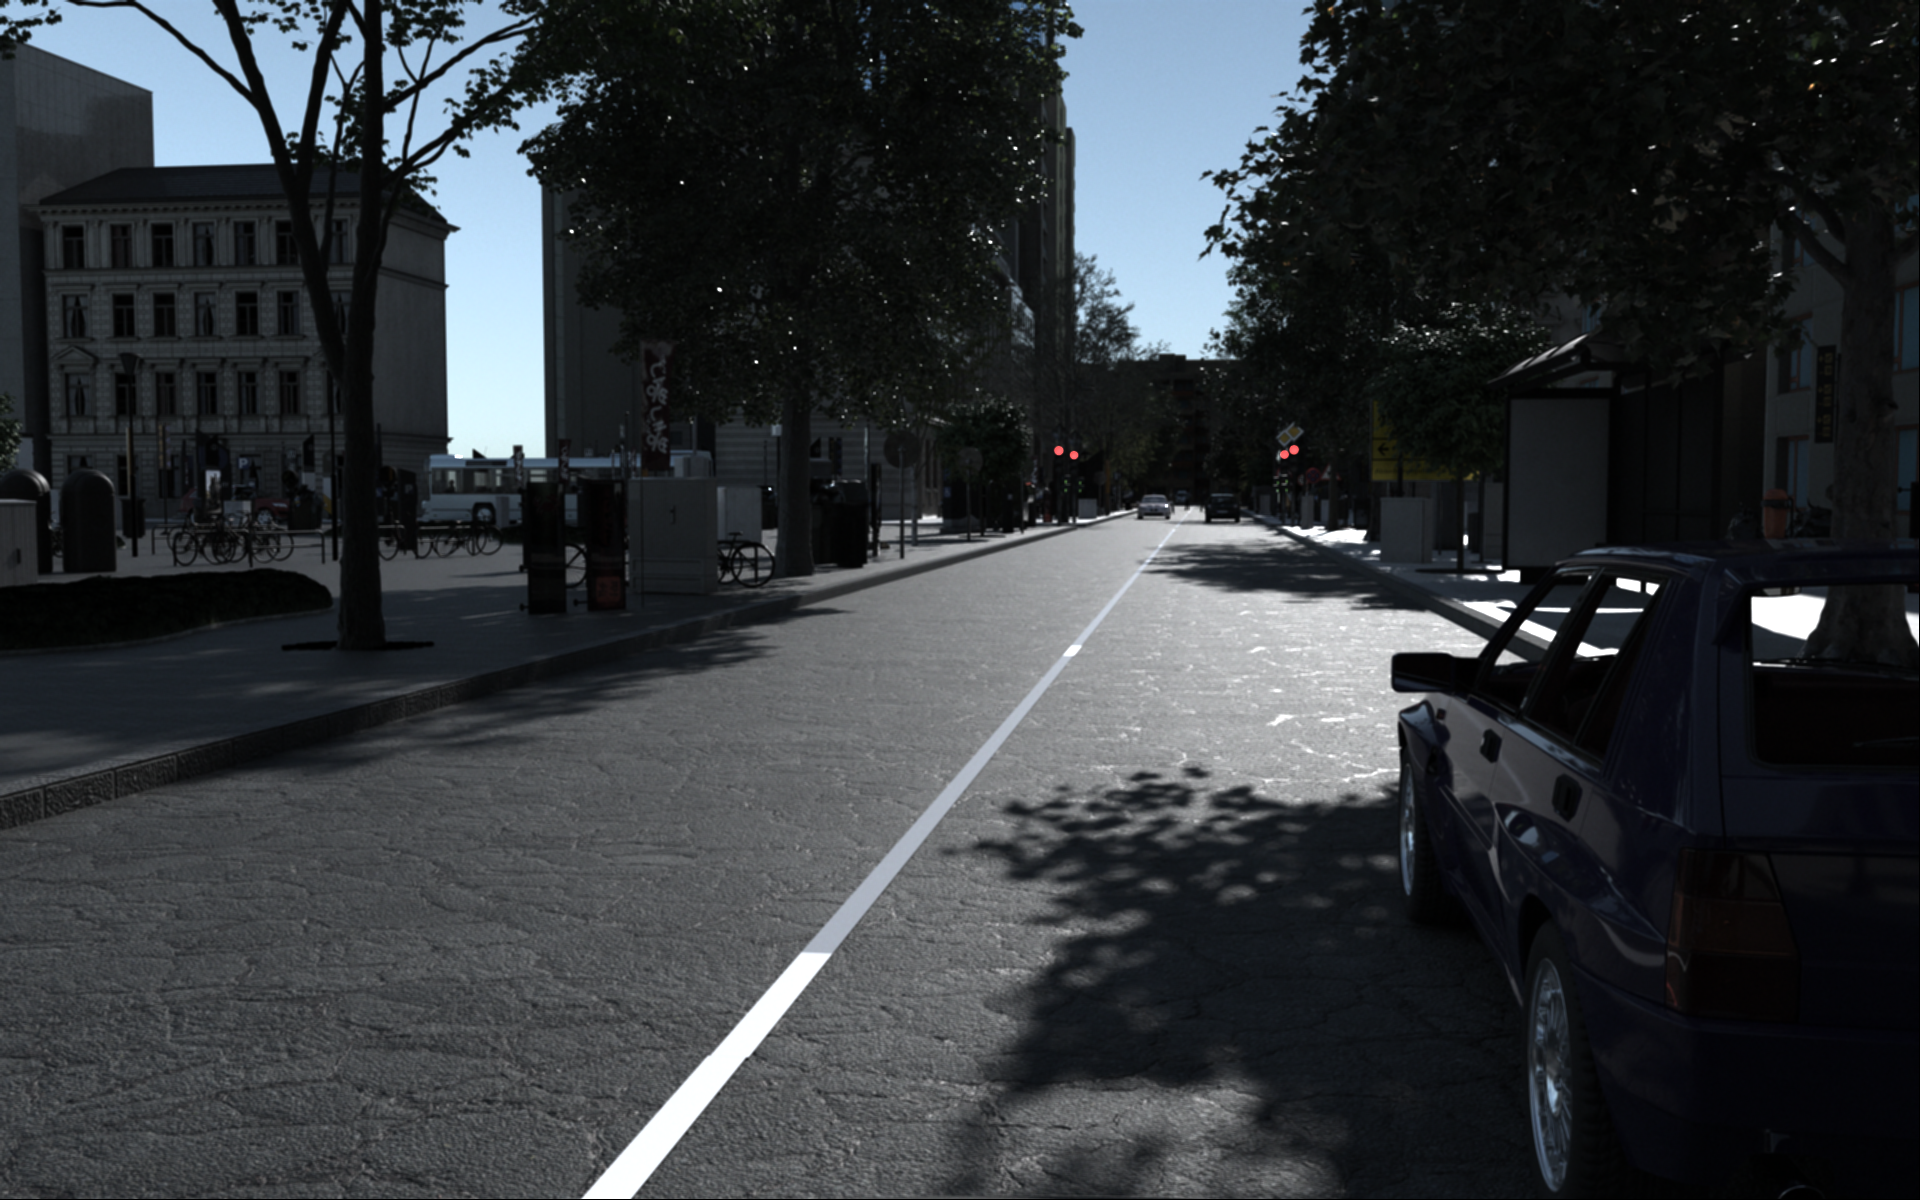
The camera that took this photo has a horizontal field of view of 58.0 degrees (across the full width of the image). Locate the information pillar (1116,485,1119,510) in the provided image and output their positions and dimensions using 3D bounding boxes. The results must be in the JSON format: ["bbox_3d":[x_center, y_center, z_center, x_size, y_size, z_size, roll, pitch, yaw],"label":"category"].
[{"bbox_3d":[12.599,-8.159,137.891,0.304,2.012,0.304,0,4,1],"label":"information pillar"}]

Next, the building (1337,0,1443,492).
[{"bbox_3d":[47.335,-33.190,162.259,23.786,49.044,30.456,0,4,8],"label":"building"}]

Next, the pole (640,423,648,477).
[{"bbox_3d":[-7.759,-2.981,42.585,0.158,3.312,0.155,0,3,0],"label":"pole"}]

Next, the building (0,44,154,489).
[{"bbox_3d":[-57.989,-17.103,97.650,19.932,24.808,12.078,0,4,8],"label":"building"}]

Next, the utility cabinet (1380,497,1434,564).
[{"bbox_3d":[8.327,-1.293,32.296,0.306,1.237,1.020,-3,4,-36],"label":"utility cabinet"}]

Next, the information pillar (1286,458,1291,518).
[{"bbox_3d":[17.839,-6.273,93.923,0.183,3.616,0.504,-1,4,-15],"label":"information pillar"}]

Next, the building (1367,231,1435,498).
[{"bbox_3d":[35.236,-20.267,117.271,13.634,28.700,20.117,0,4,8],"label":"building"}]

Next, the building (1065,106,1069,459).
[{"bbox_3d":[3.048,-30.001,174.114,14.154,41.232,14.086,0,4,8],"label":"building"}]

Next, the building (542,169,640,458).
[{"bbox_3d":[-43.651,-32.783,219.595,14.086,41.232,14.154,0,4,8],"label":"building"}]

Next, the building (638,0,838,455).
[{"bbox_3d":[-26.469,-47.380,212.907,20.611,71.187,20.563,0,4,8],"label":"building"}]

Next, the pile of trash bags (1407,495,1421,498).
[{"bbox_3d":[26.219,-5.642,101.992,3.447,1.369,1.912,0,4,7],"label":"pile of trash bags"}]

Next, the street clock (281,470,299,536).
[{"bbox_3d":[-20.464,-2.961,52.983,0.471,2.002,0.358,1,4,9],"label":"street clock"}]

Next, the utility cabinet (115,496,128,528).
[{"bbox_3d":[-32.141,-3.342,65.801,0.306,1.237,1.020,3,4,36],"label":"utility cabinet"}]

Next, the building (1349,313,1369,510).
[{"bbox_3d":[37.938,-19.521,137.195,12.078,24.808,19.932,0,4,8],"label":"building"}]

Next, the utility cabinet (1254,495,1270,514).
[{"bbox_3d":[20.564,-6.565,118.497,0.306,1.237,1.020,-2,4,-34],"label":"utility cabinet"}]

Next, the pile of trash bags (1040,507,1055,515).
[{"bbox_3d":[5.388,-5.974,107.423,1.912,1.369,3.447,0,4,-2],"label":"pile of trash bags"}]

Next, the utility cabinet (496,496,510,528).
[{"bbox_3d":[-16.944,-3.244,64.204,0.306,1.237,1.020,-2,4,-26],"label":"utility cabinet"}]

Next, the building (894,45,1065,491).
[{"bbox_3d":[1.740,-29.138,159.995,14.154,41.232,14.086,0,4,8],"label":"building"}]

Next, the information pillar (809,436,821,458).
[{"bbox_3d":[-5.871,-4.831,70.340,0.504,3.616,0.183,-2,4,-26],"label":"information pillar"}]

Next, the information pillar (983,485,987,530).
[{"bbox_3d":[0.731,-3.460,61.055,0.304,2.012,0.304,3,4,37],"label":"information pillar"}]

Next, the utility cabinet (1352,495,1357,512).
[{"bbox_3d":[28.934,-7.085,127.008,0.306,1.237,1.020,1,4,17],"label":"utility cabinet"}]

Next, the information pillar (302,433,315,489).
[{"bbox_3d":[-24.928,-4.586,66.337,0.183,3.616,0.504,3,5,41],"label":"information pillar"}]

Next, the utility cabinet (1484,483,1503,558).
[{"bbox_3d":[10.938,-1.563,34.232,1.173,1.500,0.318,0,4,4],"label":"utility cabinet"}]

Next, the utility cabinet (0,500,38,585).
[{"bbox_3d":[-11.271,-0.557,20.267,0.306,1.237,1.020,1,4,11],"label":"utility cabinet"}]

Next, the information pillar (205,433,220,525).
[{"bbox_3d":[-28.517,-4.572,66.100,0.504,3.616,0.183,-2,4,-31],"label":"information pillar"}]

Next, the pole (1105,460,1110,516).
[{"bbox_3d":[9.181,-6.930,107.150,0.158,3.312,0.155,0,3,0],"label":"pole"}]

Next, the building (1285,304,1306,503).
[{"bbox_3d":[59.788,-36.251,247.326,28.867,44.769,22.147,0,4,8],"label":"building"}]

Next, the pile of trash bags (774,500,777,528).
[{"bbox_3d":[-7.600,-3.470,66.485,1.912,1.369,3.447,-1,4,-12],"label":"pile of trash bags"}]

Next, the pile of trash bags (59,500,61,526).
[{"bbox_3d":[-36.849,-3.629,69.094,1.912,1.369,3.447,0,4,-6],"label":"pile of trash bags"}]

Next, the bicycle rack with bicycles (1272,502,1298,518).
[{"bbox_3d":[17.902,-4.756,91.149,2.925,0.926,2.852,0,4,-2],"label":"bicycle rack with bicycles"}]

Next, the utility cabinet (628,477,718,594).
[{"bbox_3d":[-3.696,-0.830,22.249,1.173,1.500,0.318,2,4,25],"label":"utility cabinet"}]

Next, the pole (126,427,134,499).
[{"bbox_3d":[-25.411,-3.624,53.098,0.158,3.312,0.155,0,3,0],"label":"pole"}]

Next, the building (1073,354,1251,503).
[{"bbox_3d":[31.322,-25.070,254.926,28.899,21.520,27.650,0,4,8],"label":"building"}]

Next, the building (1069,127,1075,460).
[{"bbox_3d":[4.940,-30.891,188.658,14.154,41.232,14.086,0,4,8],"label":"building"}]

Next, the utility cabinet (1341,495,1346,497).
[{"bbox_3d":[23.992,-6.050,110.080,0.306,1.237,1.020,-3,5,-44],"label":"utility cabinet"}]

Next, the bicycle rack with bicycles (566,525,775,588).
[{"bbox_3d":[-3.907,-0.659,24.158,2.925,0.926,2.852,1,4,17],"label":"bicycle rack with bicycles"}]

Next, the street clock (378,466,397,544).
[{"bbox_3d":[-14.778,-2.461,44.811,0.471,2.002,0.358,0,4,2],"label":"street clock"}]

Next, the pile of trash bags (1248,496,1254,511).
[{"bbox_3d":[23.480,-7.686,135.422,1.912,1.369,3.447,1,4,11],"label":"pile of trash bags"}]

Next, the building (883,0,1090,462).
[{"bbox_3d":[-0.469,-54.783,208.369,31.000,86.520,22.319,0,4,8],"label":"building"}]

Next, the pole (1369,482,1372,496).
[{"bbox_3d":[28.183,-7.651,118.942,0.158,3.312,0.155,0,3,0],"label":"pole"}]

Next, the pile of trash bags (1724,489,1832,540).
[{"bbox_3d":[14.798,-1.322,31.366,1.912,1.369,3.447,2,4,25],"label":"pile of trash bags"}]

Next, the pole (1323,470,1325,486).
[{"bbox_3d":[30.727,-9.314,146.121,0.158,3.312,0.155,0,3,0],"label":"pole"}]

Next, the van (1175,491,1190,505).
[{"bbox_3d":[28.796,-13.286,224.241,2.013,2.044,4.112,0,4,8],"label":"van"}]

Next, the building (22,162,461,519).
[{"bbox_3d":[-38.456,-14.048,94.305,19.286,19.102,10.561,0,4,8],"label":"building"}]

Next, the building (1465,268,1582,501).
[{"bbox_3d":[35.278,-15.165,84.108,21.152,22.565,11.583,0,4,8],"label":"building"}]

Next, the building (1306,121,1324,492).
[{"bbox_3d":[51.980,-35.407,202.602,21.300,48.544,21.600,0,4,8],"label":"building"}]

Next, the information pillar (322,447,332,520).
[{"bbox_3d":[-31.620,-5.831,86.694,0.504,3.616,0.183,0,4,-2],"label":"information pillar"}]

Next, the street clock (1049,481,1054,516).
[{"bbox_3d":[5.313,-5.815,99.647,0.358,2.002,0.471,2,4,35],"label":"street clock"}]

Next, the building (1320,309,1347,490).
[{"bbox_3d":[46.389,-32.740,185.410,14.600,45.320,14.200,0,4,8],"label":"building"}]

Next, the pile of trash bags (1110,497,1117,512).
[{"bbox_3d":[10.274,-7.156,126.752,1.912,1.369,3.447,1,4,23],"label":"pile of trash bags"}]
